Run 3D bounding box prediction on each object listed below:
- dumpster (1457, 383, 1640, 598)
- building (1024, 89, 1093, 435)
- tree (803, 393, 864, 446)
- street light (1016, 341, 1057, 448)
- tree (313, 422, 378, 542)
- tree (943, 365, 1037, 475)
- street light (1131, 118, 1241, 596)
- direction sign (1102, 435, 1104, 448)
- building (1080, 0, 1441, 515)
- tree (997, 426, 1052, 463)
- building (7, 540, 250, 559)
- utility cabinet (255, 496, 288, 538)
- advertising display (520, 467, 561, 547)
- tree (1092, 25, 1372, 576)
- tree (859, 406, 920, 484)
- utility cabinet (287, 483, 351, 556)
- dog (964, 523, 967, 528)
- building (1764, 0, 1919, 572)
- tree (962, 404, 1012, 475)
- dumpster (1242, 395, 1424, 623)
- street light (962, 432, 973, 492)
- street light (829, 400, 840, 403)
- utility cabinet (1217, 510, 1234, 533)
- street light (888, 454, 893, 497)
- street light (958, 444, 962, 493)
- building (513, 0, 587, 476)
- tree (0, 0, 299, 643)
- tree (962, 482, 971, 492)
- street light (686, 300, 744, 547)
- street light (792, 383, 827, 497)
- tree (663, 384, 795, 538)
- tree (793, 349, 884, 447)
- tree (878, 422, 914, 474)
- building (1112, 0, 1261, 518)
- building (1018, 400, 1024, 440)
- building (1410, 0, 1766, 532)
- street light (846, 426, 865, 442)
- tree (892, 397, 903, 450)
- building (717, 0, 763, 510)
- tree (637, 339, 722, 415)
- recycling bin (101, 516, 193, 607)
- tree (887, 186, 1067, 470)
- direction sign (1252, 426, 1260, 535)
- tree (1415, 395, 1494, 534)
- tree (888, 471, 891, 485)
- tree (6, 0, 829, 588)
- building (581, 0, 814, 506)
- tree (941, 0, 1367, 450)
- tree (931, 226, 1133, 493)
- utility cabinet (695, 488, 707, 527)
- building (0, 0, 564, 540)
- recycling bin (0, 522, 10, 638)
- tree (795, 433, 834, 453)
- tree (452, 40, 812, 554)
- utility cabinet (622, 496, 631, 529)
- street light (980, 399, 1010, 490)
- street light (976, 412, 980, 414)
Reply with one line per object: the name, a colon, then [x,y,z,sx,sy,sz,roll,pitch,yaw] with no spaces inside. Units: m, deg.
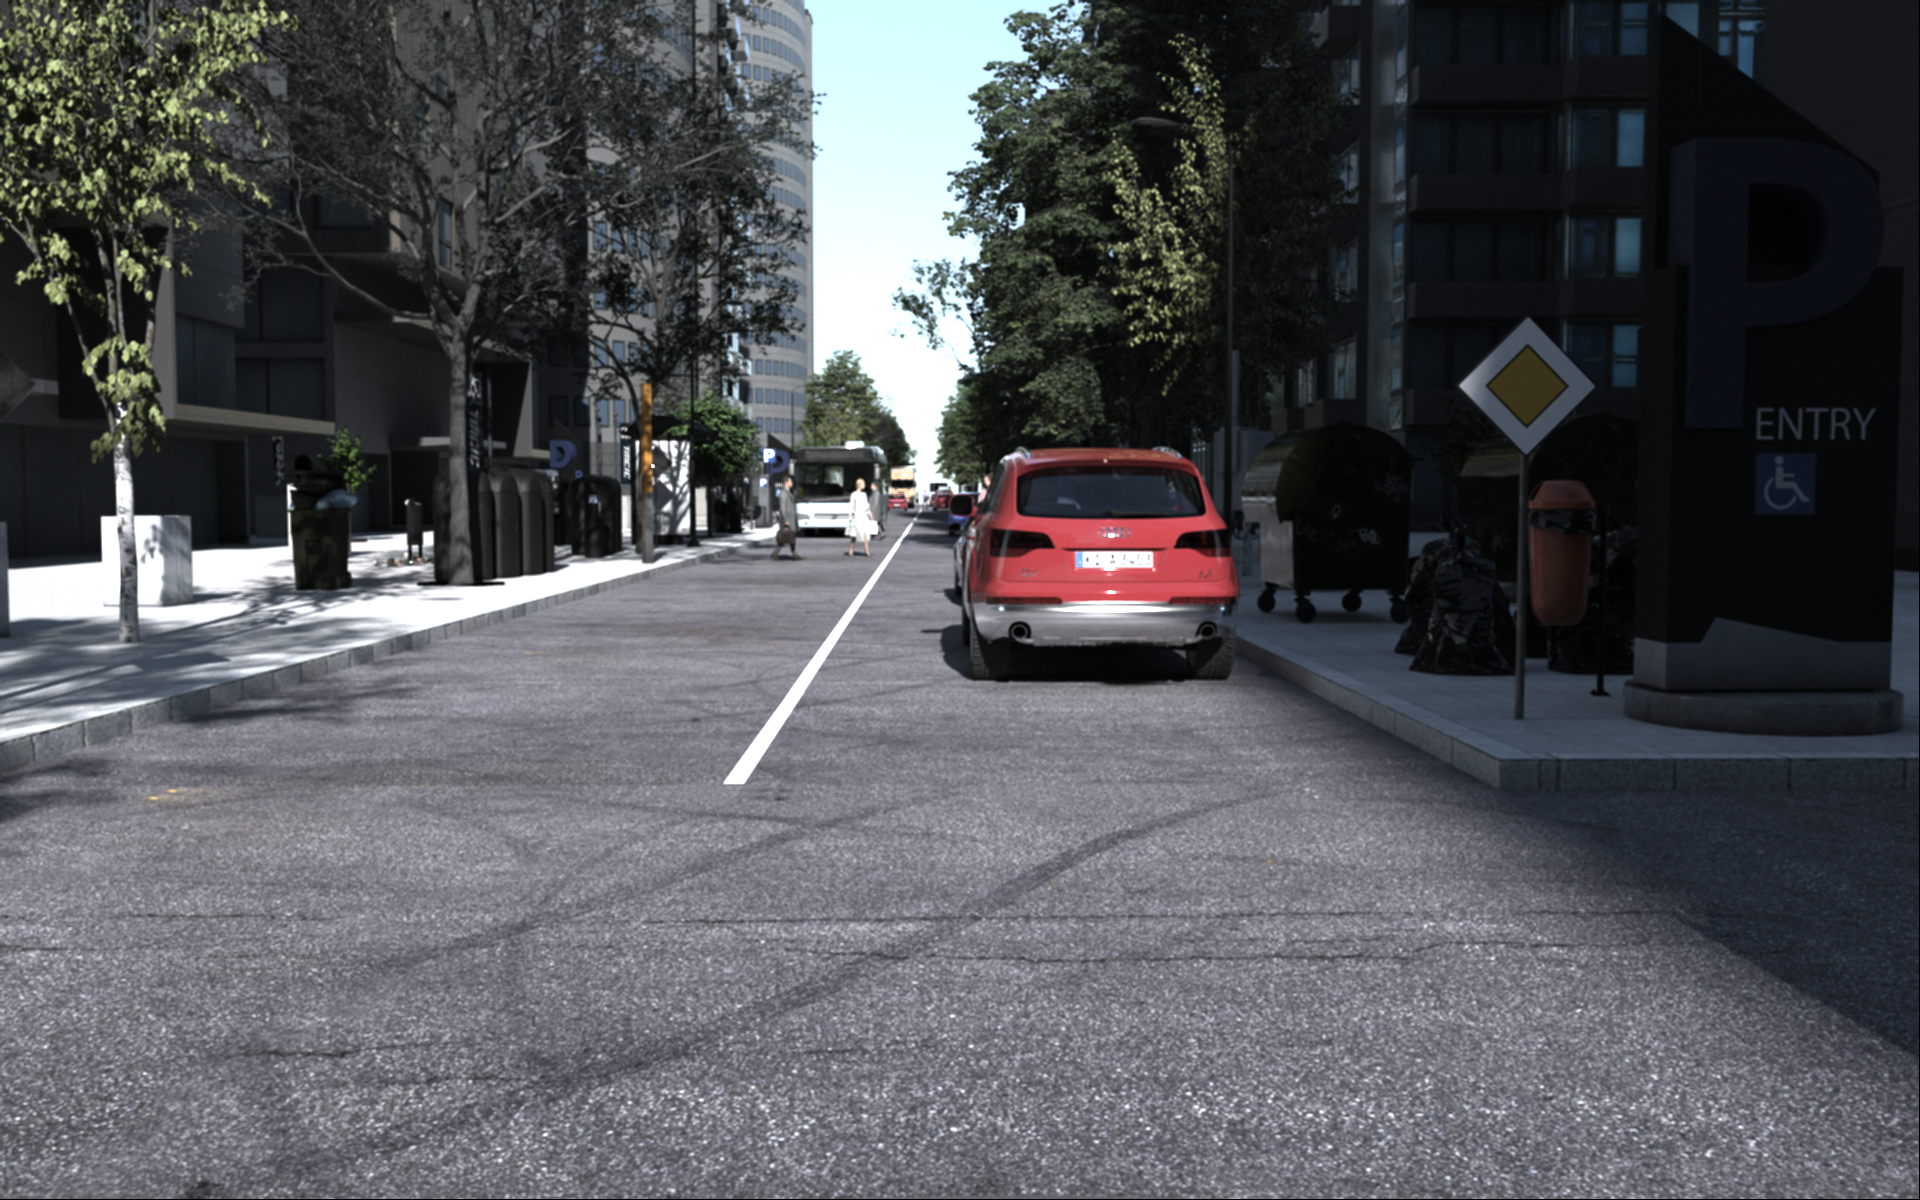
dumpster: [5.586,-0.819,15.878,1.502,2.255,1.985,0,4,-1]
building: [18.792,-35.512,204.316,21.300,48.544,21.600,0,4,-1]
tree: [-8.866,-10.658,124.614,4.737,8.622,4.395,0,3,0]
street light: [2.383,-4.906,52.761,1.470,5.913,1.316,0,4,-1]
tree: [-16.368,-3.174,46.502,1.663,3.219,1.824,0,3,0]
tree: [2.170,-12.854,135.913,9.928,11.665,9.643,0,3,0]
street light: [2.807,-2.998,21.560,1.470,5.913,1.316,0,4,-1]
direction sign: [4.084,-3.518,49.523,0.379,3.537,0.876,0,4,4]
building: [21.176,-31.604,136.335,23.786,49.044,30.456,0,4,-1]
tree: [3.397,-5.824,78.931,4.285,4.588,4.351,0,3,0]
building: [-29.166,-26.907,29.168,28.713,52.752,27.495,0,4,-1]
utility cabinet: [-20.143,-2.428,50.860,1.020,1.237,0.306,1,4,13]
advertising display: [-10.219,-2.258,42.127,0.974,1.923,0.123,-1,4,-16]
tree: [4.250,-4.679,26.865,4.737,8.622,4.395,0,3,0]
tree: [-10.665,-18.763,223.789,9.611,12.733,9.660,0,3,0]
utility cabinet: [-13.143,-1.641,35.515,1.173,1.500,0.318,0,4,-2]
dog: [0.160,-1.321,38.434,0.513,0.831,0.800,1,4,9]
building: [26.200,-24.764,28.598,21.600,48.544,21.300,0,4,-1]
tree: [2.226,-10.742,125.989,4.360,8.622,3.978,0,3,0]
dumpster: [3.832,-0.944,17.932,1.502,2.255,1.985,0,4,-1]
street light: [1.120,-9.596,129.437,1.470,5.913,1.316,0,4,-1]
street light: [-6.648,-6.943,86.058,1.470,5.913,1.316,0,4,-1]
utility cabinet: [8.637,-2.776,56.549,0.306,1.237,1.020,2,4,30]
street light: [-8.454,-13.991,201.293,1.470,5.913,1.316,0,4,-1]
street light: [0.589,-11.535,161.144,1.470,5.913,1.316,0,4,-1]
building: [-25.917,-33.981,97.584,21.231,58.520,28.212,0,4,-1]
tree: [-7.325,-3.924,14.521,4.737,8.622,4.395,0,3,0]
tree: [1.008,-12.779,203.544,1.663,3.219,1.824,0,3,0]
street light: [-5.880,-4.223,41.581,1.470,5.913,1.316,0,4,-1]
street light: [-6.482,-6.131,72.779,1.470,5.913,1.316,0,4,-1]
tree: [-7.511,-4.133,51.287,4.285,4.588,4.351,0,3,0]
tree: [-9.380,-13.287,135.375,7.486,12.596,7.792,0,3,0]
tree: [-9.422,-16.819,209.396,8.767,10.594,7.601,2,4,24]
building: [22.124,-48.432,104.532,22.319,86.520,31.000,0,4,-1]
building: [21.847,-23.569,230.396,27.650,21.520,28.899,0,4,-1]
building: [24.049,-27.510,69.390,23.786,49.044,30.456,0,4,-1]
street light: [-7.191,-8.906,118.151,1.470,5.913,1.316,0,4,-1]
tree: [-9.695,-15.208,159.014,12.009,13.543,11.850,0,3,0]
building: [-27.348,-31.041,127.133,23.786,49.044,30.456,0,4,-1]
tree: [-12.909,-7.843,78.599,4.360,8.622,3.978,0,3,0]
recycling bin: [-9.366,-0.454,19.971,0.722,1.027,0.722,0,4,4]
tree: [1.370,-15.473,108.875,12.611,20.169,13.585,0,3,0]
direction sign: [9.094,-3.791,53.972,0.379,3.537,0.876,-1,4,-22]
tree: [8.667,-2.104,29.003,1.663,3.219,1.824,0,3,0]
tree: [-8.813,-12.545,188.828,4.285,4.588,4.351,0,3,0]
tree: [-7.062,-6.956,24.107,12.009,13.543,11.850,0,3,0]
building: [-27.466,-39.603,189.506,21.231,58.520,28.212,0,4,-1]
tree: [4.256,-8.065,38.519,9.857,13.997,8.962,0,3,0]
tree: [3.723,-9.256,69.469,7.486,12.596,7.792,0,3,0]
utility cabinet: [-10.035,-3.605,67.616,0.318,1.500,1.173,3,5,40]
building: [-30.703,-29.073,64.576,28.713,52.752,27.495,0,4,-1]
recycling bin: [-8.954,-0.167,15.292,0.722,1.027,0.722,1,4,11]
tree: [-7.876,-6.682,92.956,4.285,4.588,4.351,0,3,0]
tree: [-6.928,-6.251,36.616,8.767,10.594,7.601,1,4,8]
utility cabinet: [-12.179,-3.260,64.469,0.306,1.237,1.020,2,4,24]
street light: [1.836,-6.815,83.960,1.470,5.913,1.316,0,4,-1]
street light: [1.623,-7.688,98.237,1.470,5.913,1.316,0,4,-1]
